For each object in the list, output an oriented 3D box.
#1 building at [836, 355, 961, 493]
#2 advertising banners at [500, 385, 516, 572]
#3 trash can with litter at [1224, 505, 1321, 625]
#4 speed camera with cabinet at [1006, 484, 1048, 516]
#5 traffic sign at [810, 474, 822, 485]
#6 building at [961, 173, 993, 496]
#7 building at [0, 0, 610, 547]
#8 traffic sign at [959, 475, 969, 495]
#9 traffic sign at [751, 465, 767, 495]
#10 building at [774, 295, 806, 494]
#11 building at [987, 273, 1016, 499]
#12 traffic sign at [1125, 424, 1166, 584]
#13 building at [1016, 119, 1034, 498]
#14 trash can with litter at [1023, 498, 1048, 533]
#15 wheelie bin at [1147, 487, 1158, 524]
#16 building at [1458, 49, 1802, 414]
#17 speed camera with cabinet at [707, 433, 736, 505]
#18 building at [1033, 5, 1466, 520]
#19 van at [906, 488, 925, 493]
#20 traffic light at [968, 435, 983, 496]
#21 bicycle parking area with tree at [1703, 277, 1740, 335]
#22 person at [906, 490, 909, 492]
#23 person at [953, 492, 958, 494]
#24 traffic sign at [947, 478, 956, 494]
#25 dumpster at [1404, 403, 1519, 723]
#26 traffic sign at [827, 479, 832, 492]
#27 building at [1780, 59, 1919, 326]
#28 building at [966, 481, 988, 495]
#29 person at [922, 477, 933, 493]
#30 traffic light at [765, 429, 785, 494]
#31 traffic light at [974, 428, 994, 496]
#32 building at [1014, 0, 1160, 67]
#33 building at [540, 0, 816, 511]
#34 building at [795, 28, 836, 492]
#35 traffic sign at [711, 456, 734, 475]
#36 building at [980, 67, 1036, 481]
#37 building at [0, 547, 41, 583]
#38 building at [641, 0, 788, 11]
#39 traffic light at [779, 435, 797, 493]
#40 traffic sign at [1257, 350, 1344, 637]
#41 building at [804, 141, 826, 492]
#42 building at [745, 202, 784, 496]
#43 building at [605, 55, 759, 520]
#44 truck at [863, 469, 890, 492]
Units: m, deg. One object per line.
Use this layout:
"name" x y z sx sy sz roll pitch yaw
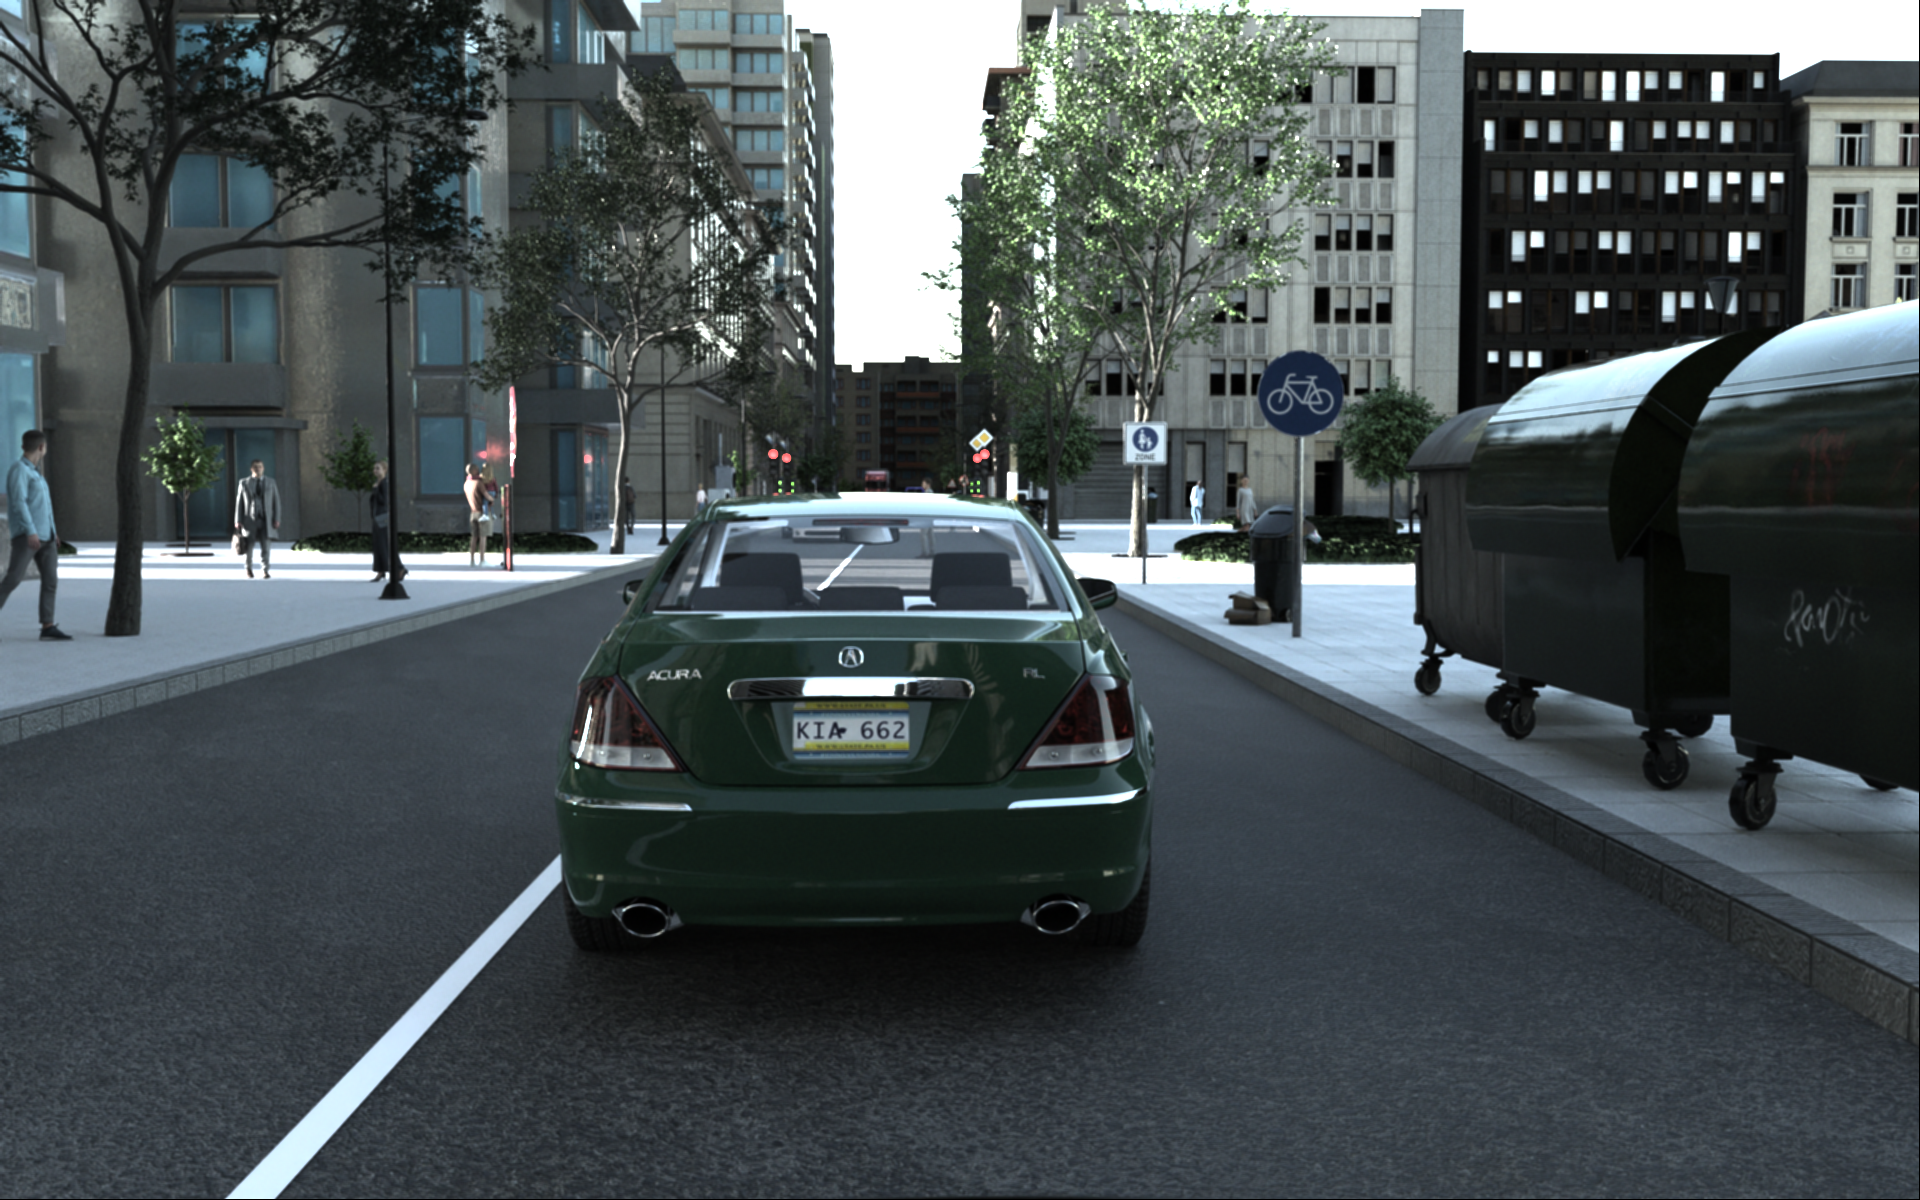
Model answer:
"building" -6.299 -25.244 257.774 28.899 21.520 27.650 0 4 -2
"advertising banners" -7.513 -1.994 28.796 0.090 3.025 2.074 -1 4 -20
"trash can with litter" 3.099 -0.358 17.244 0.624 1.170 1.055 3 4 37
"speed camera with cabinet" 3.036 -4.909 74.599 2.038 3.252 0.660 -1 4 -10
"traffic sign" -9.314 -6.840 111.569 0.795 2.593 0.064 0 4 4
"building" 7.079 -32.985 222.896 14.154 41.232 14.086 0 4 -2
"building" -26.274 -26.638 55.136 30.456 49.044 23.786 0 4 -2
"traffic sign" 0.297 -7.111 116.376 0.768 2.556 0.104 0 3 0
"traffic sign" -8.682 -4.559 74.647 0.768 2.556 0.104 0 4 1
"building" -18.706 -17.112 144.416 10.561 19.102 19.286 0 4 -2
"building" 7.869 -17.348 148.261 10.561 19.102 19.286 0 4 -2
"traffic sign" 2.632 -1.380 24.685 0.606 2.300 0.079 0 4 1
"building" 10.158 -17.815 109.292 12.078 24.808 19.932 0 4 -2
"trash can with litter" 2.028 -2.158 46.677 0.624 1.170 1.055 1 4 15
"wheelie bin" 8.160 -4.114 75.175 0.980 1.594 0.693 3 4 37
"building" 33.035 -15.980 90.948 15.834 23.373 12.332 0 4 -2
"speed camera with cabinet" -7.681 -3.766 55.915 0.660 3.252 2.038 0 4 3
"building" 14.390 -16.665 90.488 19.932 24.808 12.078 0 4 -2
"van" -4.203 -9.713 163.188 2.240 2.365 5.245 0 3 0
"traffic light" 0.793 -5.709 82.264 0.839 4.253 0.868 0 4 -2
"bicycle parking area with tree" 12.633 -2.190 22.807 8.231 4.147 9.016 1 4 15
"person" -4.395 -8.391 146.089 0.834 1.777 0.661 2 4 25
"person" -0.232 -3.324 65.440 0.503 1.515 0.523 0 4 2
"traffic sign" -0.634 -8.577 140.237 0.884 2.594 0.081 0 4 1
"dumpster" 3.521 -0.280 10.331 1.264 1.857 1.865 0 4 -2
"traffic sign" -10.251 -8.199 134.159 0.768 2.556 0.104 0 4 4
"building" 55.914 -15.921 93.587 30.059 22.955 16.112 0 4 -2
"building" 16.750 -31.311 203.811 32.217 40.220 23.993 0 4 -2
"person" -0.807 -1.835 38.710 0.583 1.804 0.606 0 4 -4
"traffic light" -7.930 -5.204 74.006 0.839 4.253 0.868 0 4 -2
"traffic light" 1.027 -5.221 74.282 0.839 4.253 0.868 0 4 -2
"building" 18.652 -49.865 253.543 20.611 71.187 20.563 0 4 -2
"building" -25.937 -33.783 171.953 23.786 49.044 30.456 0 4 -2
"building" -29.918 -41.340 217.903 28.212 58.520 21.231 0 4 -2
"traffic sign" -7.943 -3.538 57.949 0.768 2.556 0.104 0 4 4
"building" 13.314 -31.961 177.180 22.147 44.769 28.867 0 4 -2
"building" -22.957 -23.970 11.515 23.786 49.044 30.456 0 4 -2
"building" -36.163 -57.478 252.434 31.000 86.520 22.319 0 4 -2
"traffic light" -8.164 -5.692 81.987 0.839 4.253 0.868 0 4 -2
"traffic sign" 3.024 -0.940 15.476 0.768 2.556 0.104 0 4 2
"building" -22.508 -31.250 194.530 14.154 41.232 14.086 0 4 -2
"building" -18.905 -18.093 124.692 11.050 23.489 19.941 0 4 -2
"building" -20.822 -16.258 99.109 16.112 22.955 30.059 0 4 -2
"truck" -9.274 -12.586 194.699 2.839 4.237 11.283 0 4 -1
